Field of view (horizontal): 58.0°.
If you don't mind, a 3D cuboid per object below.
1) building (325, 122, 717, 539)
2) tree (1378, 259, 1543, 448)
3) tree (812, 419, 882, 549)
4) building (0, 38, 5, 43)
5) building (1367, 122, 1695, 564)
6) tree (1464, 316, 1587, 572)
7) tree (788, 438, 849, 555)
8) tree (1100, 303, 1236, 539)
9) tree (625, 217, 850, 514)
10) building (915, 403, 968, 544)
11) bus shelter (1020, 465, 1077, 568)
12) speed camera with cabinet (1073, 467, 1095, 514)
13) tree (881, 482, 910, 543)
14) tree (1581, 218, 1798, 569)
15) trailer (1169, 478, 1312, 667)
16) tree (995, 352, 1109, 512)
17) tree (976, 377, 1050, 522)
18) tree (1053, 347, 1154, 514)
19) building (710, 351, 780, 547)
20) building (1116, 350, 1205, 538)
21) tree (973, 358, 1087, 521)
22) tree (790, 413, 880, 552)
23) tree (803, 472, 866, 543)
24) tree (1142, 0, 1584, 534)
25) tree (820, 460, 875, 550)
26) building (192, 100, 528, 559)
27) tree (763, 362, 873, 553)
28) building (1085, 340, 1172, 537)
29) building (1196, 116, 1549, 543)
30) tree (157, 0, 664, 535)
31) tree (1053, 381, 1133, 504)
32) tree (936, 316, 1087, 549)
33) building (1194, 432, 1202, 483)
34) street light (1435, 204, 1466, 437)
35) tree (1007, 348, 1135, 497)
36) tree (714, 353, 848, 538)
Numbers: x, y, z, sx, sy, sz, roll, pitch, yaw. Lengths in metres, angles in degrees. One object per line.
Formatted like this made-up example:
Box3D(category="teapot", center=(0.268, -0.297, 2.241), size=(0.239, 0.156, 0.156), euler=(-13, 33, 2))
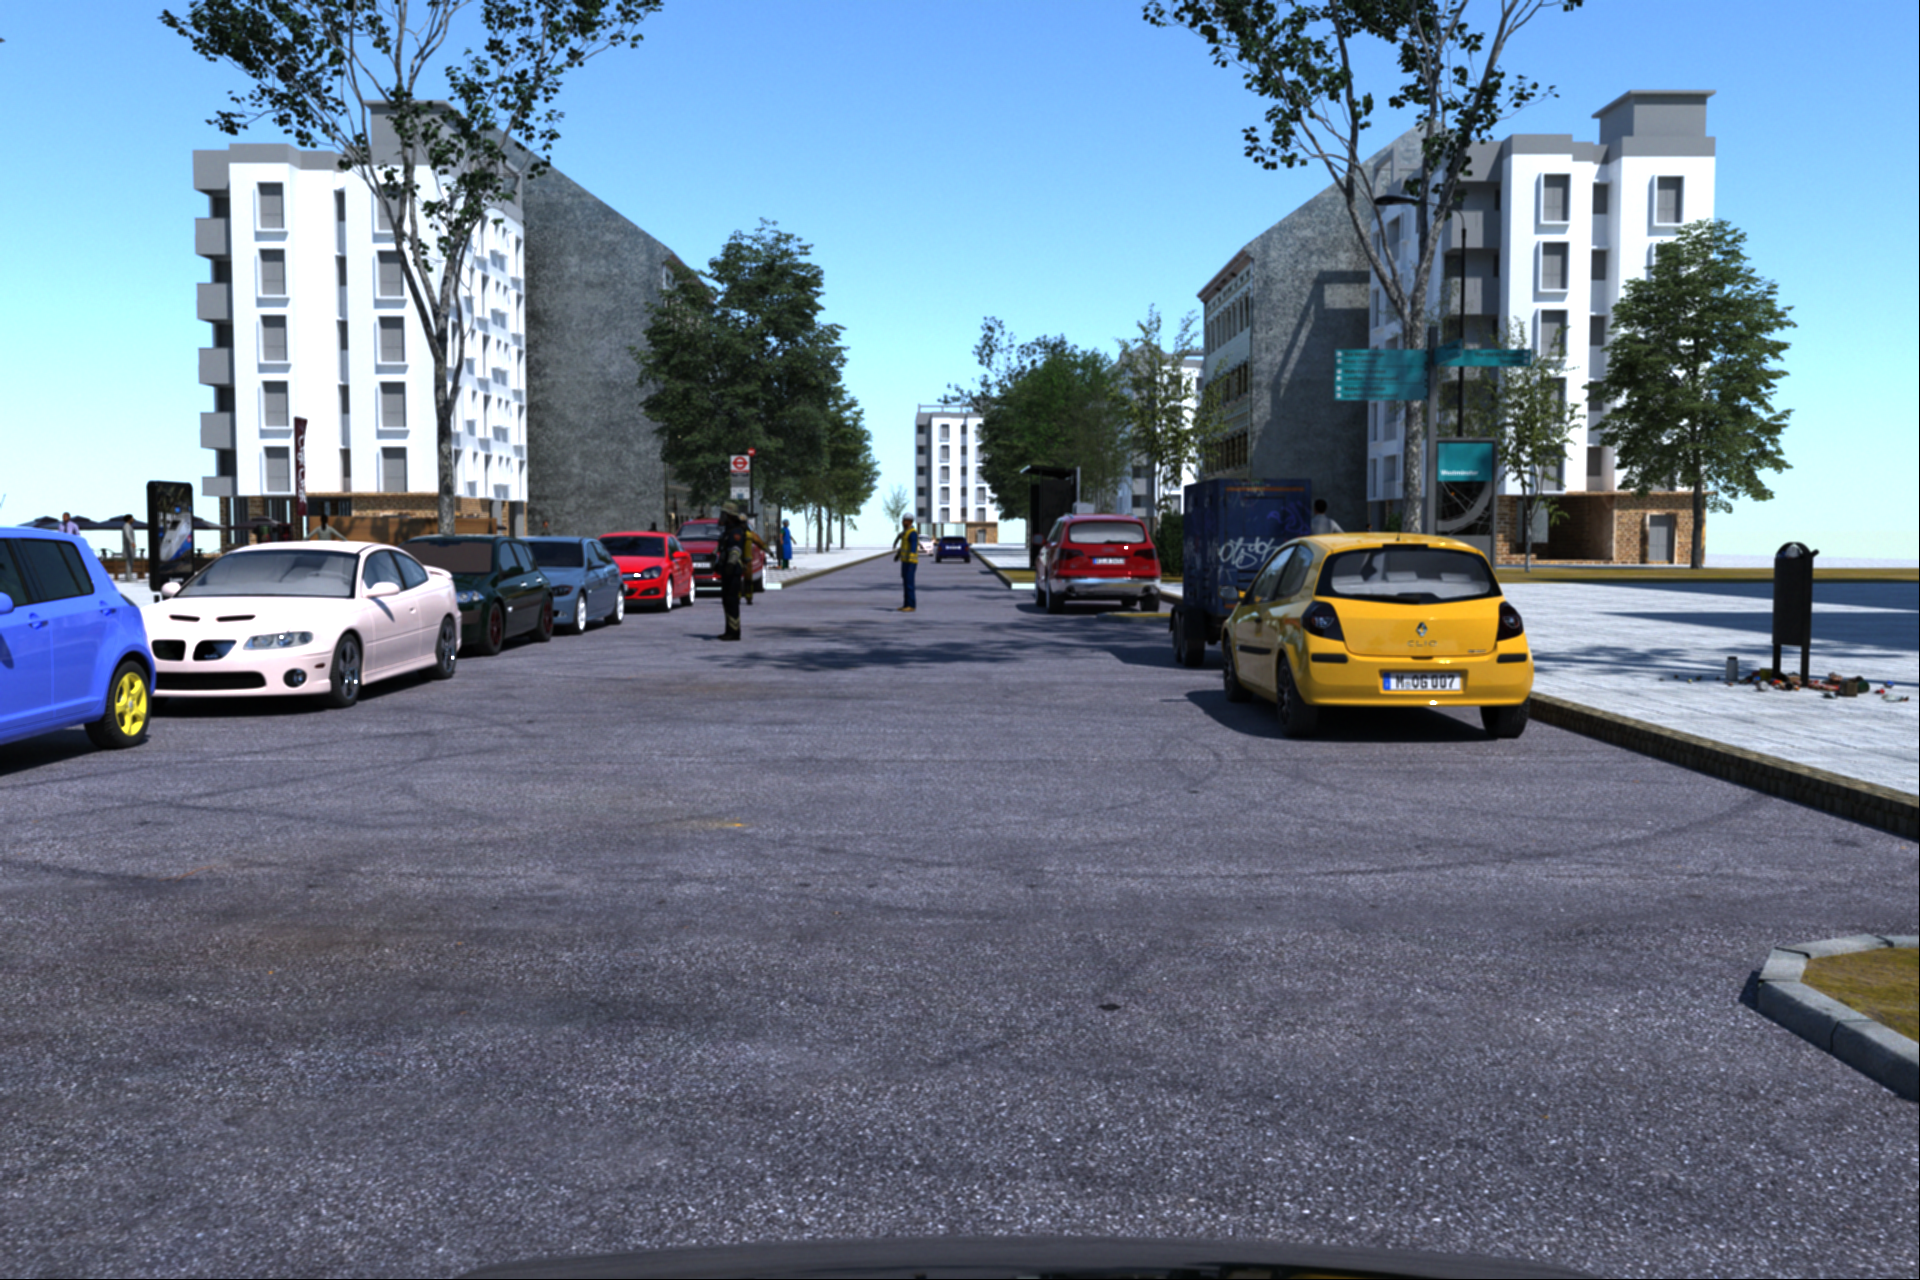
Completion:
Box3D(category="building", center=(-25.155, -16.563, 101.732), size=(19.493, 23.208, 18.063), euler=(0, 4, 0))
Box3D(category="tree", center=(12.837, -5.900, 46.827), size=(4.360, 8.622, 3.978), euler=(0, 3, 0))
Box3D(category="tree", center=(-10.075, -13.565, 147.546), size=(9.928, 11.665, 9.643), euler=(0, 3, 0))
Box3D(category="building", center=(-31.668, -11.824, 33.978), size=(13.314, 22.015, 24.055), euler=(0, 4, -1))
Box3D(category="building", center=(25.735, -14.046, 86.066), size=(16.016, 20.090, 11.380), euler=(0, 4, 0))
Box3D(category="tree", center=(18.885, -6.563, 57.672), size=(4.737, 8.622, 4.395), euler=(0, 3, 0))
Box3D(category="tree", center=(-9.597, -9.537, 106.291), size=(4.360, 8.622, 3.978), euler=(0, 3, 0))
Box3D(category="tree", center=(6.696, -6.471, 56.169), size=(4.737, 8.622, 4.395), euler=(0, 3, 0))
Box3D(category="tree", center=(-9.060, -10.073, 71.356), size=(9.857, 13.997, 8.962), euler=(0, 3, 0))
Box3D(category="building", center=(-6.008, -23.486, 242.873), size=(11.380, 20.090, 16.016), euler=(1, 4, 8))
Box3D(category="bus shelter", center=(3.167, -4.315, 61.830), size=(1.731, 3.624, 6.357), euler=(0, 4, -1))
Box3D(category="speed camera with cabinet", center=(3.667, -3.411, 50.110), size=(0.660, 3.252, 2.038), euler=(0, 4, -2))
Box3D(category="tree", center=(-8.411, -17.804, 241.456), size=(4.360, 8.622, 3.978), euler=(0, 3, 0))
Box3D(category="tree", center=(26.605, -8.870, 63.158), size=(7.486, 12.596, 7.792), euler=(0, 3, 0))
Box3D(category="trailer", center=(3.115, -0.775, 19.727), size=(1.471, 1.999, 3.904), euler=(0, 4, 0))
Box3D(category="tree", center=(5.806, -11.615, 108.028), size=(7.486, 12.596, 7.792), euler=(0, 3, 0))
Box3D(category="tree", center=(5.931, -14.148, 137.979), size=(9.857, 13.997, 8.962), euler=(0, 3, 0))
Box3D(category="tree", center=(5.408, -7.264, 69.132), size=(4.360, 8.622, 3.978), euler=(0, 3, 0))
Box3D(category="building", center=(-28.813, -21.383, 180.542), size=(19.493, 23.208, 18.063), euler=(0, 4, -1))
Box3D(category="building", center=(21.337, -19.665, 177.934), size=(16.016, 20.090, 11.380), euler=(0, 3, 0))
Box3D(category="tree", center=(5.548, -13.469, 126.878), size=(9.857, 13.997, 8.962), euler=(0, 3, 0))
Box3D(category="tree", center=(-9.349, -11.728, 126.170), size=(7.601, 10.594, 8.767), euler=(-1, 4, -14))
Box3D(category="tree", center=(-17.869, -20.015, 237.610), size=(12.009, 13.543, 11.850), euler=(0, 3, 0))
Box3D(category="tree", center=(8.126, -10.988, 35.537), size=(12.611, 20.169, 13.585), euler=(0, 3, 0))
Box3D(category="tree", center=(-9.082, -11.534, 138.939), size=(4.737, 8.622, 4.395), euler=(0, 3, 0))
Box3D(category="building", center=(-27.485, -13.487, 76.939), size=(16.016, 20.090, 11.380), euler=(0, 4, 1))
Box3D(category="tree", center=(-9.708, -12.003, 114.376), size=(7.486, 12.596, 7.792), euler=(0, 3, 0))
Box3D(category="building", center=(21.195, -22.917, 205.625), size=(19.493, 23.208, 18.063), euler=(0, 4, 0))
Box3D(category="building", center=(24.645, -16.487, 100.484), size=(19.493, 23.208, 18.063), euler=(0, 3, 0))
Box3D(category="tree", center=(-13.570, -11.274, 40.224), size=(12.611, 20.169, 13.585), euler=(0, 3, 0))
Box3D(category="tree", center=(6.163, -8.168, 83.904), size=(4.360, 8.622, 3.978), euler=(0, 3, 0))
Box3D(category="tree", center=(4.832, -18.076, 151.431), size=(12.611, 20.169, 13.585), euler=(0, 3, 0))
Box3D(category="building", center=(23.693, -11.310, 127.072), size=(9.099, 9.664, 28.070), euler=(0, 4, 0))
Box3D(category="street light", center=(7.460, -3.143, 23.928), size=(1.470, 5.913, 1.316), euler=(0, 4, -1))
Box3D(category="tree", center=(6.219, -10.418, 96.086), size=(9.928, 11.665, 9.643), euler=(0, 3, 0))
Box3D(category="tree", center=(-9.601, -9.514, 89.963), size=(8.767, 10.594, 7.601), euler=(1, 4, 18))
